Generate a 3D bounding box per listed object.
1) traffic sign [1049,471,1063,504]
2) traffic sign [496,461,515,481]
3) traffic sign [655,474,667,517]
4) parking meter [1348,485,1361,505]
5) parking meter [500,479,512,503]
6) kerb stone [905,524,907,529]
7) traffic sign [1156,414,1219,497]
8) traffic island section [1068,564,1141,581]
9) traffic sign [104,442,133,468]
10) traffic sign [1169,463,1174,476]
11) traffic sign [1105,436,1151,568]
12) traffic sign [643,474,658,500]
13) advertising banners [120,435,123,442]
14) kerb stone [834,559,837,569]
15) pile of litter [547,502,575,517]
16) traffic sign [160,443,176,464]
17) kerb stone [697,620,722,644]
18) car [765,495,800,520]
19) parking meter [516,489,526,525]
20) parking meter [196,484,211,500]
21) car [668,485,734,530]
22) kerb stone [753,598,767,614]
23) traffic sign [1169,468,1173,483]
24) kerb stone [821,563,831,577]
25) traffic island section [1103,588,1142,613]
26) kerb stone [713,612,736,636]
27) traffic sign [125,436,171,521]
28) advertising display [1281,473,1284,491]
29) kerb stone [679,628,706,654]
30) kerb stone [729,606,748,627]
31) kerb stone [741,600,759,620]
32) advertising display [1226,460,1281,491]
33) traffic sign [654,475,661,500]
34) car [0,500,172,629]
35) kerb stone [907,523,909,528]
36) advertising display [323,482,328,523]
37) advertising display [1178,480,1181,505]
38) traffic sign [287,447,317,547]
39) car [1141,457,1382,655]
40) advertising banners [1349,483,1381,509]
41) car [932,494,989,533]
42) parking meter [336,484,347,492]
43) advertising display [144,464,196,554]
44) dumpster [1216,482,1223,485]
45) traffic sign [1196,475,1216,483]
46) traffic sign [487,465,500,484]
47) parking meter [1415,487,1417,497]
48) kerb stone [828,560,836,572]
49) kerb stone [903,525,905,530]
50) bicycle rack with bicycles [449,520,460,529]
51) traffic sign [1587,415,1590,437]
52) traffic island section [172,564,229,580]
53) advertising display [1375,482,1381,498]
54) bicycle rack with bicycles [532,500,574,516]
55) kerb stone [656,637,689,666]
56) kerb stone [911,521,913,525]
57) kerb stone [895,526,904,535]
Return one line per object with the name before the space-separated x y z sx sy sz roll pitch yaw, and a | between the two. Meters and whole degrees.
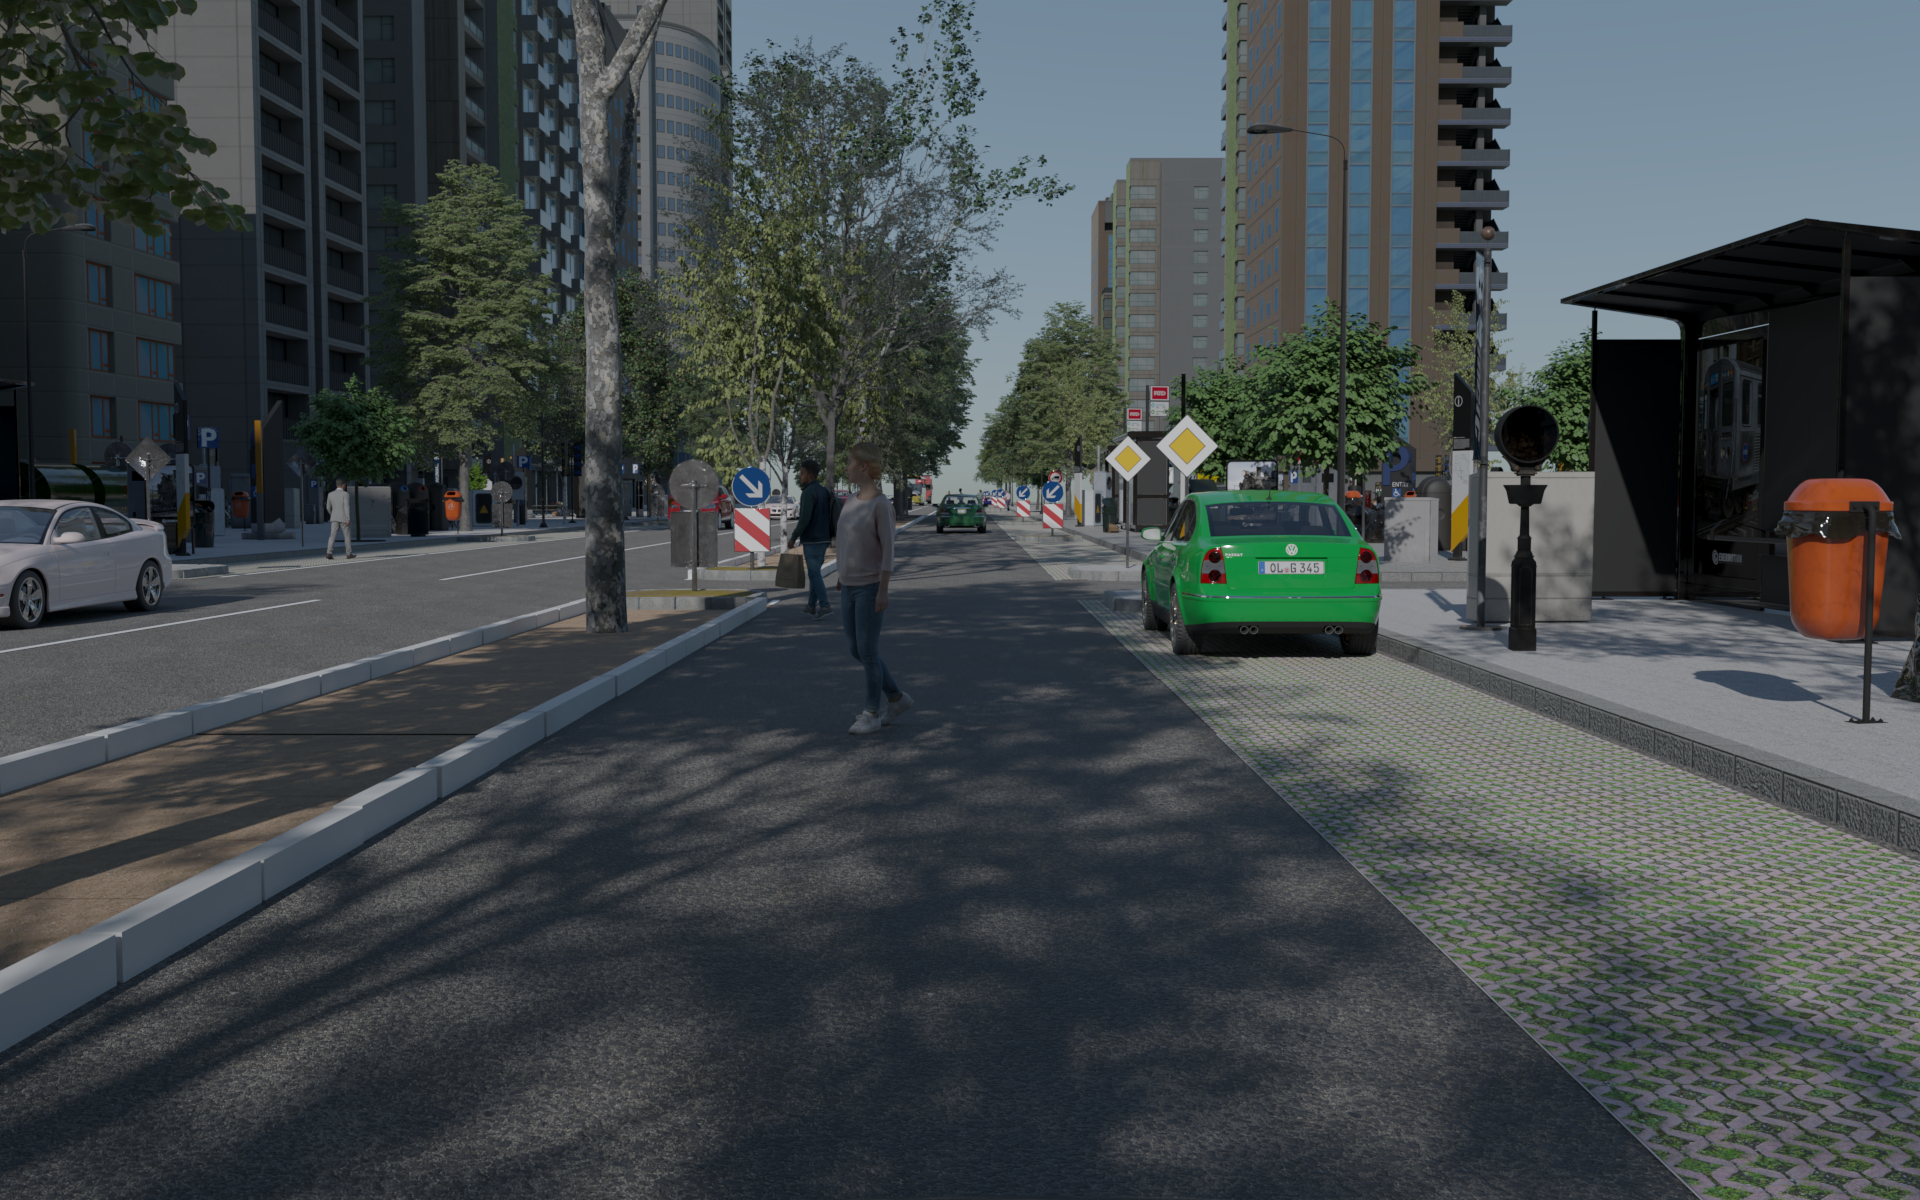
traffic sign | 5.243 -5.810 95.098 0.768 2.556 0.104 0 4 3
traffic sign | -17.678 -4.116 67.395 0.768 2.556 0.104 0 4 8
traffic sign | -16.384 -5.804 95.004 0.768 2.556 0.104 0 4 8
parking meter | 11.348 -2.536 49.877 0.372 1.533 0.369 0 3 0
parking meter | -17.050 -3.631 65.070 0.399 1.863 0.255 -1 4 -22
kerb stone | -2.279 -2.844 68.696 0.120 0.150 1.000 0 4 0
traffic sign | 2.865 -1.118 21.928 0.795 2.450 0.064 0 4 0
traffic island section | 2.918 -0.472 29.991 2.009 0.180 2.903 0 4 0
traffic sign | -20.425 -2.567 42.078 0.768 2.556 0.104 0 4 6
traffic sign | 8.023 -4.151 67.978 0.768 2.556 0.104 0 4 1
traffic sign | 2.894 -1.607 29.913 0.795 2.450 0.064 0 4 0
traffic sign | -18.042 -6.184 101.115 0.884 2.594 0.081 0 4 3
advertising banners | -25.554 -3.451 52.613 0.090 3.025 2.074 -2 4 -33
kerb stone | -2.411 -0.649 32.820 0.120 0.150 1.000 0 4 0
pile of litter | -22.785 -5.188 98.783 1.719 0.858 1.176 1 4 10
traffic sign | -19.720 -2.637 43.226 0.768 2.556 0.104 0 4 1
kerb stone | -2.474 0.330 16.868 0.120 0.150 1.000 0 4 0
car | -9.937 -5.133 96.294 2.083 1.381 4.827 0 4 0
parking meter | -18.327 -3.905 72.265 0.372 1.533 0.369 0 3 0
parking meter | -19.594 -2.232 44.907 0.372 1.533 0.369 0 3 0
car | -10.422 -3.748 69.950 2.281 1.827 5.304 0 4 1
kerb stone | -2.460 0.075 20.986 0.120 0.150 1.000 0 4 0
traffic sign | 7.928 -3.959 66.862 0.606 2.300 0.079 1 4 8
kerb stone | -2.428 -0.525 30.772 0.120 0.150 1.000 0 4 0
traffic island section | 2.889 0.017 22.006 2.009 0.180 2.903 0 4 0
kerb stone | -2.463 0.263 17.894 0.120 0.150 1.000 0 4 0
traffic sign | -14.050 -1.612 29.995 0.795 2.450 0.064 0 4 0
advertising display | 9.680 -2.940 53.280 0.123 1.923 0.974 3 4 39
kerb stone | -2.478 0.392 15.833 0.120 0.150 1.000 0 4 0
kerb stone | -2.466 0.201 18.916 0.120 0.150 1.000 0 4 0
kerb stone | -2.462 0.140 19.949 0.120 0.150 1.000 0 4 0
advertising display | 5.487 -1.673 32.567 0.974 1.923 0.123 1 4 13
traffic sign | -17.871 -6.299 103.099 0.768 2.556 0.104 0 4 3
car | -10.808 -0.459 19.864 2.083 1.381 4.827 0 4 0
kerb stone | -2.281 -2.966 70.751 0.120 0.150 1.000 0 4 0
advertising display | -28.710 -4.463 78.188 0.123 1.923 0.974 -3 4 -36
advertising display | 9.956 -4.477 78.406 0.123 1.923 0.974 0 4 4
traffic sign | -16.010 -2.505 42.143 0.795 2.450 0.064 1 4 9
car | 2.787 -0.484 16.713 1.959 1.807 4.718 0 4 0
advertising banners | 17.034 -4.664 72.444 2.074 3.025 0.090 -2 4 -23
car | 0.026 -3.229 64.595 2.131 1.459 4.920 0 4 -1
parking meter | -25.511 -4.024 71.496 0.399 1.863 0.255 1 4 20
advertising display | -16.770 -1.930 36.772 0.974 1.923 0.123 -2 4 -25
dumpster | 7.733 -2.724 47.038 1.502 2.255 1.985 0 4 0
traffic sign | 8.544 -3.696 54.302 2.265 3.308 0.079 0 4 6
traffic sign | -20.693 -4.711 77.125 0.768 2.556 0.104 0 4 4
parking meter | 12.870 -2.440 48.309 0.372 1.533 0.369 0 3 0
kerb stone | -2.418 -0.587 31.794 0.120 0.150 1.000 0 4 0
kerb stone | -2.289 -2.716 66.640 0.120 0.150 1.000 0 4 0
bicycle rack with bicycles | -19.440 -3.089 63.882 2.852 0.926 2.925 0 4 7
traffic sign | 8.664 -1.398 22.960 0.768 2.556 0.104 0 4 1
traffic island section | -14.073 -0.476 30.057 2.009 0.180 2.903 0 4 0
advertising display | 22.767 -5.366 92.950 0.974 1.923 0.123 0 4 3
bicycle rack with bicycles | -24.589 -5.489 103.127 2.925 0.926 2.852 0 4 -4
kerb stone | -2.481 0.452 14.804 0.120 0.150 1.000 0 4 0
kerb stone | -2.255 -3.283 75.876 0.120 0.150 1.000 0 4 0
kerb stone | -2.298 -2.649 65.606 0.120 0.150 1.000 0 4 0
